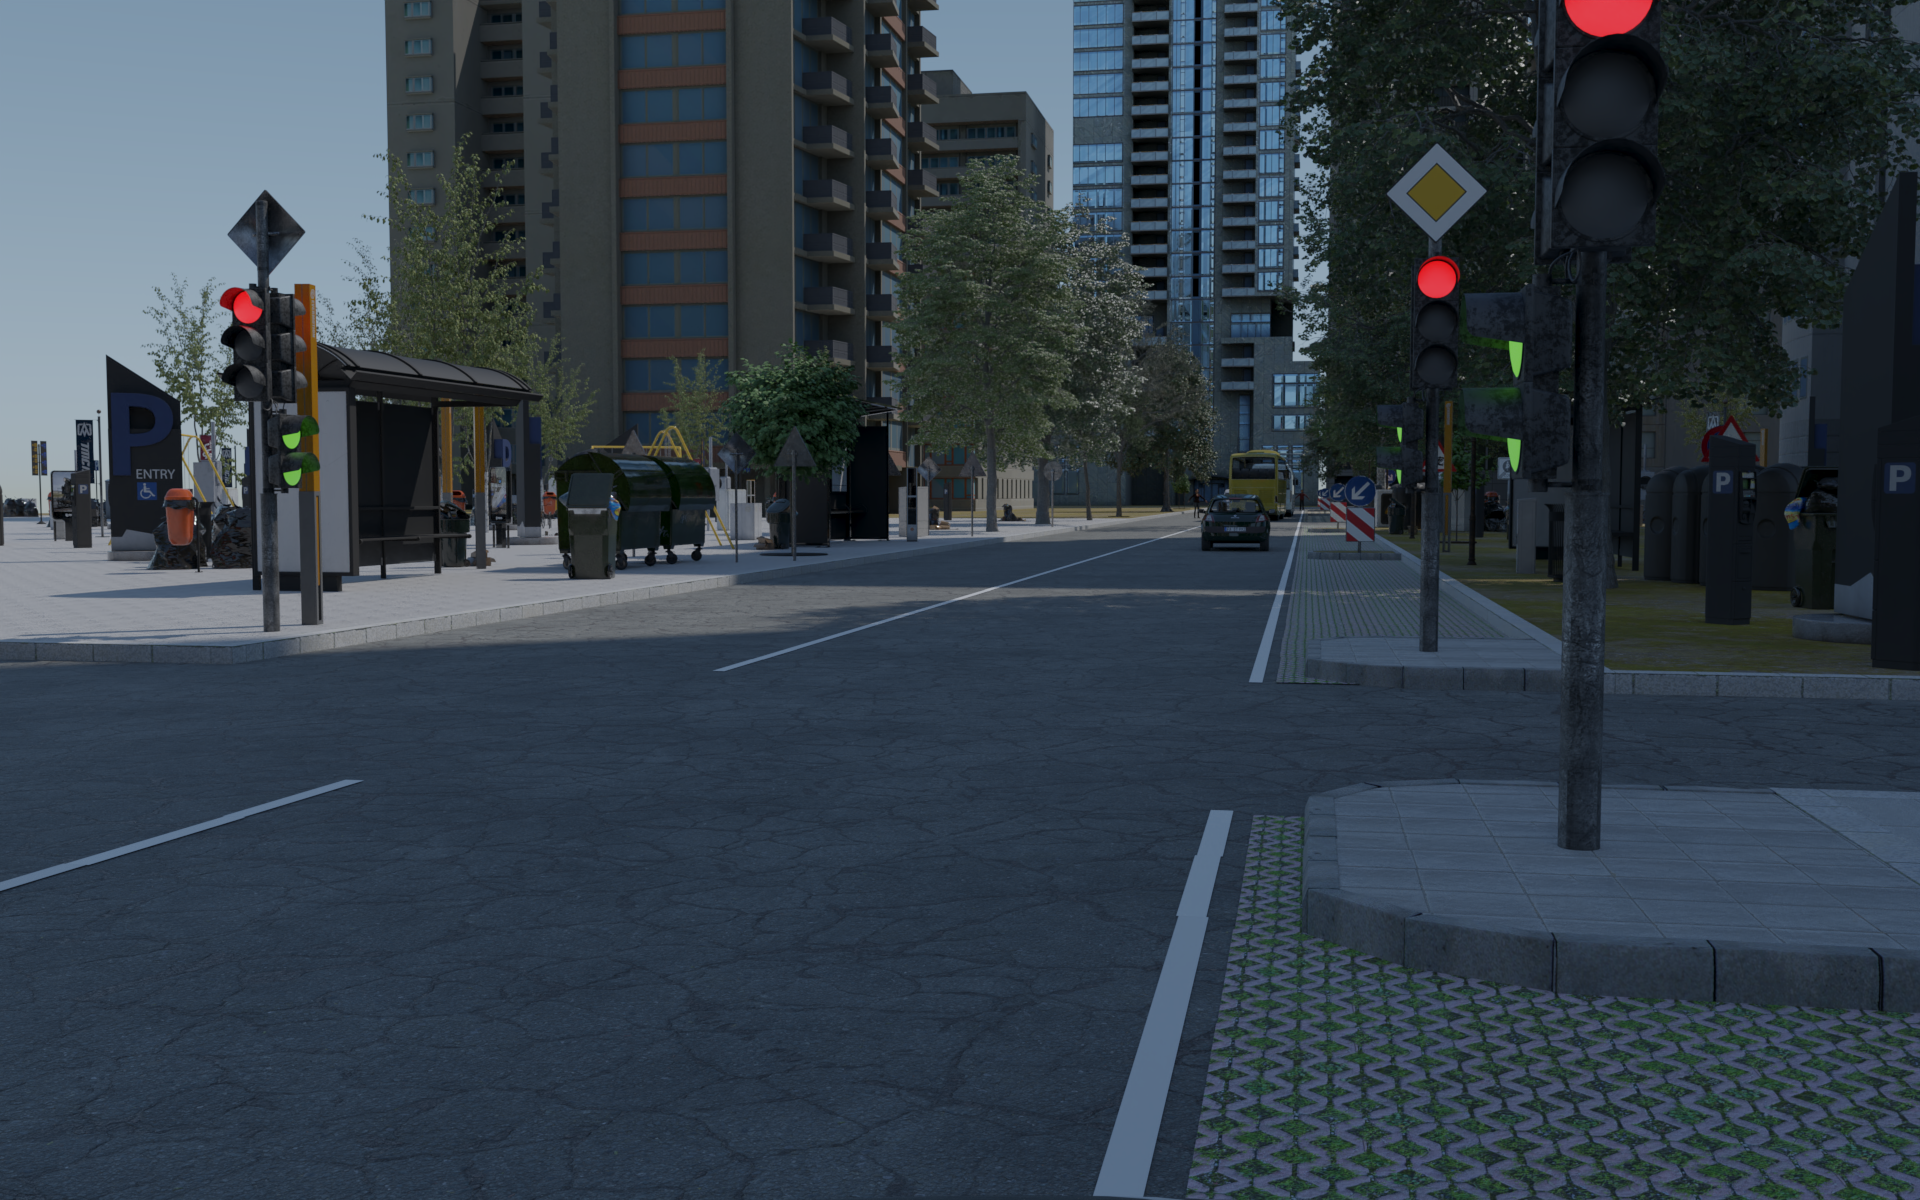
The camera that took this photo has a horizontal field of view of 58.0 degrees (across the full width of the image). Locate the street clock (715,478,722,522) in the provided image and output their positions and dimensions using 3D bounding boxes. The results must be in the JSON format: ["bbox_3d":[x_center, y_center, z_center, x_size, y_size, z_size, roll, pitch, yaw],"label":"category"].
[{"bbox_3d":[-11.051,-4.550,78.959,0.358,2.002,0.471,-2,4,-33],"label":"street clock"}]

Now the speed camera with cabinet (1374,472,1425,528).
[{"bbox_3d":[17.019,-4.418,66.563,2.038,3.252,0.660,0,4,2],"label":"speed camera with cabinet"}]

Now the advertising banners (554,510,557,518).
[{"bbox_3d":[-22.710,-6.002,94.320,2.074,3.025,0.090,-1,4,-9],"label":"advertising banners"}]

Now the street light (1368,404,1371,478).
[{"bbox_3d":[20.525,-6.975,86.837,0.468,5.910,1.993,1,4,11],"label":"street light"}]

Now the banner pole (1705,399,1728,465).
[{"bbox_3d":[20.123,-3.428,46.066,0.401,3.779,0.863,-1,4,-23],"label":"banner pole"}]

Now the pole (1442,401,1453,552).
[{"bbox_3d":[10.733,-2.708,38.112,0.158,3.312,0.155,0,3,0],"label":"pole"}]

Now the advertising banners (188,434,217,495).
[{"bbox_3d":[-22.579,-3.313,50.351,0.090,3.025,2.074,3,5,41],"label":"advertising banners"}]

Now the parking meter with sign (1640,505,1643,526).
[{"bbox_3d":[26.631,-4.498,69.806,1.738,3.016,0.543,3,5,42],"label":"parking meter with sign"}]

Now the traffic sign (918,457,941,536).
[{"bbox_3d":[-0.969,-3.192,53.377,0.795,2.450,0.064,1,4,13],"label":"traffic sign"}]

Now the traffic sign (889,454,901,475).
[{"bbox_3d":[-2.097,-2.990,48.886,0.884,2.594,0.081,1,4,14],"label":"traffic sign"}]

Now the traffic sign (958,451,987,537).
[{"bbox_3d":[0.369,-3.191,52.180,0.884,2.594,0.081,1,4,17],"label":"traffic sign"}]

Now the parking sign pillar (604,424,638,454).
[{"bbox_3d":[-12.967,-4.769,66.440,1.447,3.967,1.447,0,4,-2],"label":"parking sign pillar"}]

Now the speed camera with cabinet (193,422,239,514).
[{"bbox_3d":[-20.612,-3.280,47.971,0.660,3.252,2.038,0,4,-5],"label":"speed camera with cabinet"}]

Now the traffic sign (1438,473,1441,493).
[{"bbox_3d":[13.719,-2.912,49.741,0.606,2.300,0.079,1,4,19],"label":"traffic sign"}]

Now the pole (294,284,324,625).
[{"bbox_3d":[-6.364,-1.412,16.925,0.158,3.312,0.155,0,3,0],"label":"pole"}]

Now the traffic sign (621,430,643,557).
[{"bbox_3d":[-6.653,-2.156,35.253,0.884,2.594,0.081,1,4,21],"label":"traffic sign"}]

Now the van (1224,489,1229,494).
[{"bbox_3d":[23.657,-8.774,150.463,2.013,2.044,4.112,1,4,10],"label":"van"}]

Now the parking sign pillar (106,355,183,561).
[{"bbox_3d":[-15.821,-2.763,33.649,1.447,3.967,1.447,-2,4,-25],"label":"parking sign pillar"}]

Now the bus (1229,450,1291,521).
[{"bbox_3d":[16.645,-6.393,96.073,2.896,3.916,12.252,1,4,13],"label":"bus"}]

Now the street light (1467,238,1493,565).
[{"bbox_3d":[9.248,-3.568,31.120,0.468,5.910,1.993,1,4,11],"label":"street light"}]

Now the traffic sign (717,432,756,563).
[{"bbox_3d":[-4.180,-1.908,32.377,0.795,2.450,0.064,1,4,18],"label":"traffic sign"}]

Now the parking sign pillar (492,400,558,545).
[{"bbox_3d":[-10.971,-3.396,44.003,1.447,3.967,1.447,-1,4,-23],"label":"parking sign pillar"}]

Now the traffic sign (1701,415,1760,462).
[{"bbox_3d":[12.720,-1.752,28.644,0.884,2.594,0.081,1,4,20],"label":"traffic sign"}]

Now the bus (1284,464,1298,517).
[{"bbox_3d":[20.284,-7.163,111.967,2.948,3.499,13.247,1,4,12],"label":"bus"}]

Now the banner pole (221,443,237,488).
[{"bbox_3d":[-34.664,-5.646,82.330,0.863,3.779,0.401,-1,4,-11],"label":"banner pole"}]

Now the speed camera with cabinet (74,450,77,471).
[{"bbox_3d":[-40.186,-5.116,77.988,0.660,3.252,2.038,-3,5,-42],"label":"speed camera with cabinet"}]

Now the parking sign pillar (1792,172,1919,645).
[{"bbox_3d":[8.161,-1.635,15.204,1.447,3.967,1.447,1,4,9],"label":"parking sign pillar"}]

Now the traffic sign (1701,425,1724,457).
[{"bbox_3d":[14.099,-1.954,32.056,0.768,2.556,0.104,1,4,21],"label":"traffic sign"}]

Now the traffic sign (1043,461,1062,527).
[{"bbox_3d":[3.588,-4.102,67.166,0.768,2.556,0.104,1,4,20],"label":"traffic sign"}]

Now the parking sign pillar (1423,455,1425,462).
[{"bbox_3d":[22.967,-5.925,85.339,1.447,3.967,1.447,1,4,15],"label":"parking sign pillar"}]

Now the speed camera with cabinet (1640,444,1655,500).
[{"bbox_3d":[26.437,-4.549,68.720,2.038,3.252,0.660,1,4,17],"label":"speed camera with cabinet"}]

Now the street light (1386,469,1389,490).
[{"bbox_3d":[16.842,-5.837,68.229,0.468,5.910,1.993,1,4,11],"label":"street light"}]

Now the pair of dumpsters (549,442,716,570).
[{"bbox_3d":[-5.837,-1.754,31.164,1.574,2.255,4.437,1,4,11],"label":"pair of dumpsters"}]

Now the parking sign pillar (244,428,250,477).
[{"bbox_3d":[-28.567,-5.037,70.828,1.447,3.967,1.447,0,4,8],"label":"parking sign pillar"}]

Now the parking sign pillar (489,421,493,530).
[{"bbox_3d":[-16.313,-4.469,61.545,1.447,3.967,1.447,0,4,1],"label":"parking sign pillar"}]

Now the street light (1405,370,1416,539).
[{"bbox_3d":[13.024,-4.704,49.700,0.468,5.910,1.993,1,4,11],"label":"street light"}]

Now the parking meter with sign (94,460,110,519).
[{"bbox_3d":[-43.497,-5.671,88.989,1.738,3.016,0.543,0,4,-6],"label":"parking meter with sign"}]

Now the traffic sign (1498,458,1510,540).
[{"bbox_3d":[15.407,-2.845,48.646,0.606,2.300,0.079,1,4,13],"label":"traffic sign"}]

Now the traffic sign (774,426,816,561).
[{"bbox_3d":[-3.171,-2.027,33.144,0.884,2.594,0.081,1,4,20],"label":"traffic sign"}]

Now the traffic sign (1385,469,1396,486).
[{"bbox_3d":[21.430,-5.297,86.710,0.768,2.556,0.104,1,4,18],"label":"traffic sign"}]

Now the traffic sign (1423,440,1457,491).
[{"bbox_3d":[11.419,-2.535,41.456,0.884,2.594,0.081,1,4,19],"label":"traffic sign"}]

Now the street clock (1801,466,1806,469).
[{"bbox_3d":[21.975,-2.478,45.078,0.358,2.002,0.471,2,4,32],"label":"street clock"}]

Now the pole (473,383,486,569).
[{"bbox_3d":[-8.214,-2.187,29.604,0.158,3.312,0.155,0,3,0],"label":"pole"}]

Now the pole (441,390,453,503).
[{"bbox_3d":[-9.680,-2.376,32.694,0.158,3.312,0.155,0,3,0],"label":"pole"}]

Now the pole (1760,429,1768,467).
[{"bbox_3d":[25.038,-3.680,54.008,0.158,3.312,0.155,0,3,0],"label":"pole"}]

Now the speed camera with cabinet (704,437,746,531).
[{"bbox_3d":[-8.388,-4.060,60.716,0.660,3.252,2.038,2,4,35],"label":"speed camera with cabinet"}]

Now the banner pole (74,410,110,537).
[{"bbox_3d":[-25.694,-3.746,51.266,0.863,3.779,0.401,-2,4,-25],"label":"banner pole"}]

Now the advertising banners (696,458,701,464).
[{"bbox_3d":[-13.376,-5.386,84.241,0.090,3.025,2.074,3,5,42],"label":"advertising banners"}]

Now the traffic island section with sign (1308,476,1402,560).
[{"bbox_3d":[8.703,-1.811,38.239,1.989,1.847,2.006,1,4,11],"label":"traffic island section with sign"}]
